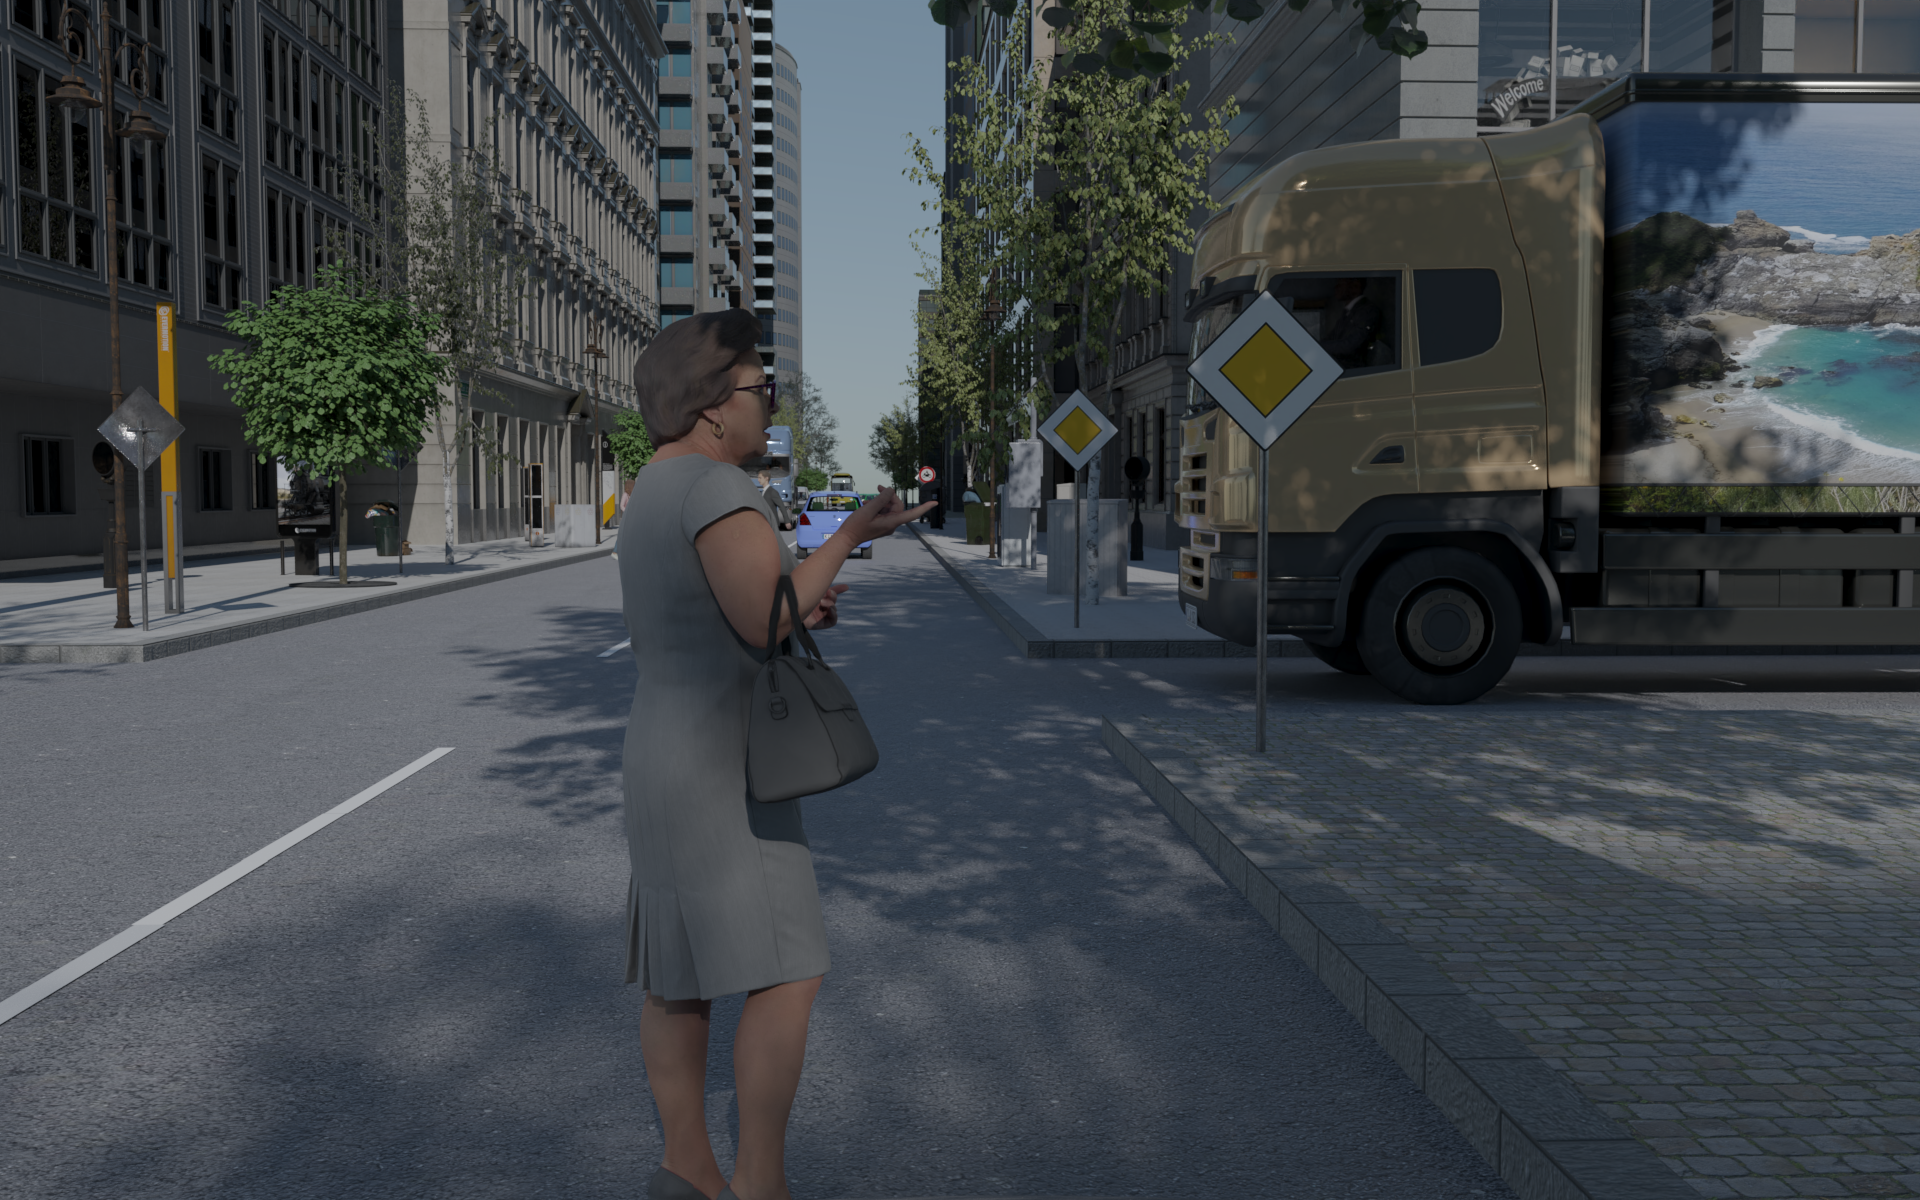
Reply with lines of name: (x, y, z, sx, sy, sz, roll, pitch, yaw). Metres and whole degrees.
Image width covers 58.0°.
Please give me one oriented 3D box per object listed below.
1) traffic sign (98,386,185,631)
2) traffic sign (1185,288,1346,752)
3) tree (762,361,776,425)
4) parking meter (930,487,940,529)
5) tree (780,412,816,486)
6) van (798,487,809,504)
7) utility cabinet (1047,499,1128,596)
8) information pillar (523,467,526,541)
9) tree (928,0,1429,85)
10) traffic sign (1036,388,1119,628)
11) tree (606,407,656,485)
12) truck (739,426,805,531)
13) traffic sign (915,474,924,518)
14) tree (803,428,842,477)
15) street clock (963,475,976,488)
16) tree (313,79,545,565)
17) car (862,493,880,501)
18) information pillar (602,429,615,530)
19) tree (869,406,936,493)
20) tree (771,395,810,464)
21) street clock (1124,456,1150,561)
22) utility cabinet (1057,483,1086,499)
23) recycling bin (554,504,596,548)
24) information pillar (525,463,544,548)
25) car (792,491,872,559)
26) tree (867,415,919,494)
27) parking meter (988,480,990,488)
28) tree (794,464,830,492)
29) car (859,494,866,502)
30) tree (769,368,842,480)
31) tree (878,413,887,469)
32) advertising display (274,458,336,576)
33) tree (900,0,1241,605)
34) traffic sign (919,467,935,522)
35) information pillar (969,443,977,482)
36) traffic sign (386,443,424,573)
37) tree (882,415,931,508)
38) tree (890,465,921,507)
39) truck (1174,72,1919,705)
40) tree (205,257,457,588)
traffic sign: (-7.619, -0.765, 16.147, 0.795, 2.450, 0.064, 0, 4, -3)
traffic sign: (1.495, -0.301, 8.563, 0.795, 2.450, 0.064, 0, 4, -3)
tree: (-11.797, -8.440, 88.359, 4.360, 8.622, 3.978, 0, 3, 0)
parking meter: (-0.922, -3.417, 64.285, 0.372, 1.533, 0.369, 0, 3, 0)
tree: (-14.854, -12.404, 153.168, 4.360, 8.622, 3.978, 0, 3, 0)
van: (-9.205, -5.506, 97.029, 2.013, 2.044, 4.112, 0, 4, -3)
utility cabinet: (1.611, -0.664, 22.020, 1.020, 1.237, 0.306, 2, 4, 31)
information pillar: (-11.583, -2.589, 46.830, 0.304, 2.012, 0.304, -3, 5, -41)
tree: (2.481, -5.839, 2.119, 9.857, 13.997, 8.962, 0, 3, 0)
traffic sign: (1.117, -0.789, 16.539, 0.795, 2.450, 0.064, 0, 4, -3)
tree: (-10.009, -4.478, 56.929, 4.285, 4.588, 4.351, 0, 3, 0)
truck: (-8.093, -5.161, 74.139, 2.967, 4.110, 18.799, 0, 4, -3)
traffic sign: (-1.703, -4.860, 80.652, 0.795, 2.450, 0.064, 0, 4, 1)
tree: (-20.144, -19.036, 245.656, 7.601, 10.594, 8.767, -3, 5, -44)
street clock: (0.346, -3.611, 63.604, 0.471, 2.002, 0.358, 0, 4, 5)
tree: (-9.297, -4.929, 30.950, 4.360, 8.622, 3.978, 0, 3, 0)
car: (-5.201, -6.075, 108.118, 1.959, 1.807, 4.718, 0, 4, -1)
information pillar: (-12.658, -4.341, 62.331, 0.504, 3.616, 0.183, 2, 4, 28)
tree: (-6.147, -15.258, 183.887, 7.601, 10.594, 8.767, -1, 4, -20)
tree: (-13.611, -10.887, 128.372, 4.737, 8.622, 4.395, 0, 3, 0)
street clock: (3.407, -1.758, 33.321, 0.358, 2.002, 0.471, -3, 5, -45)
utility cabinet: (2.281, -1.644, 35.560, 0.318, 1.500, 1.173, 1, 4, 20)
recycling bin: (-9.276, -1.785, 41.743, 0.722, 1.027, 0.722, 3, 5, 41)
information pillar: (-10.196, -2.272, 41.639, 0.304, 2.012, 0.304, -2, 4, -23)
car: (-2.857, -1.818, 39.318, 1.945, 1.707, 3.694, 0, 4, -5)
tree: (-8.653, -18.497, 228.176, 9.928, 11.665, 9.643, 0, 3, 0)
parking meter: (1.309, -4.092, 72.609, 0.255, 1.863, 0.399, 0, 4, 3)
tree: (-17.416, -13.977, 212.235, 4.285, 4.588, 4.351, 0, 3, 0)
car: (-7.108, -7.238, 127.138, 1.959, 1.807, 4.718, 0, 4, -3)
tree: (-16.101, -15.721, 167.414, 12.009, 13.543, 11.850, 0, 3, 0)
tree: (0.410, -5.913, 47.036, 4.737, 8.622, 4.395, 0, 3, 0)
advertising display: (-10.314, -1.351, 27.305, 0.974, 1.923, 0.123, 1, 4, 11)
tree: (1.476, -4.264, 20.081, 4.737, 8.622, 4.395, 0, 3, 0)
traffic sign: (-1.527, -4.899, 80.205, 0.768, 2.556, 0.104, 0, 4, 4)
information pillar: (0.575, -5.350, 78.832, 0.504, 3.616, 0.183, 3, 5, 44)
traffic sign: (-9.062, -1.641, 28.020, 0.795, 2.450, 0.064, 0, 4, 3)
tree: (-4.798, -12.443, 153.811, 4.360, 8.622, 3.978, 0, 3, 0)
tree: (-5.371, -11.700, 175.004, 4.285, 4.588, 4.351, 0, 3, 0)
truck: (6.662, -1.460, 12.792, 11.283, 4.237, 2.839, 0, 4, -1)
tree: (-8.708, -2.471, 24.116, 4.285, 4.588, 4.351, 0, 3, 0)
